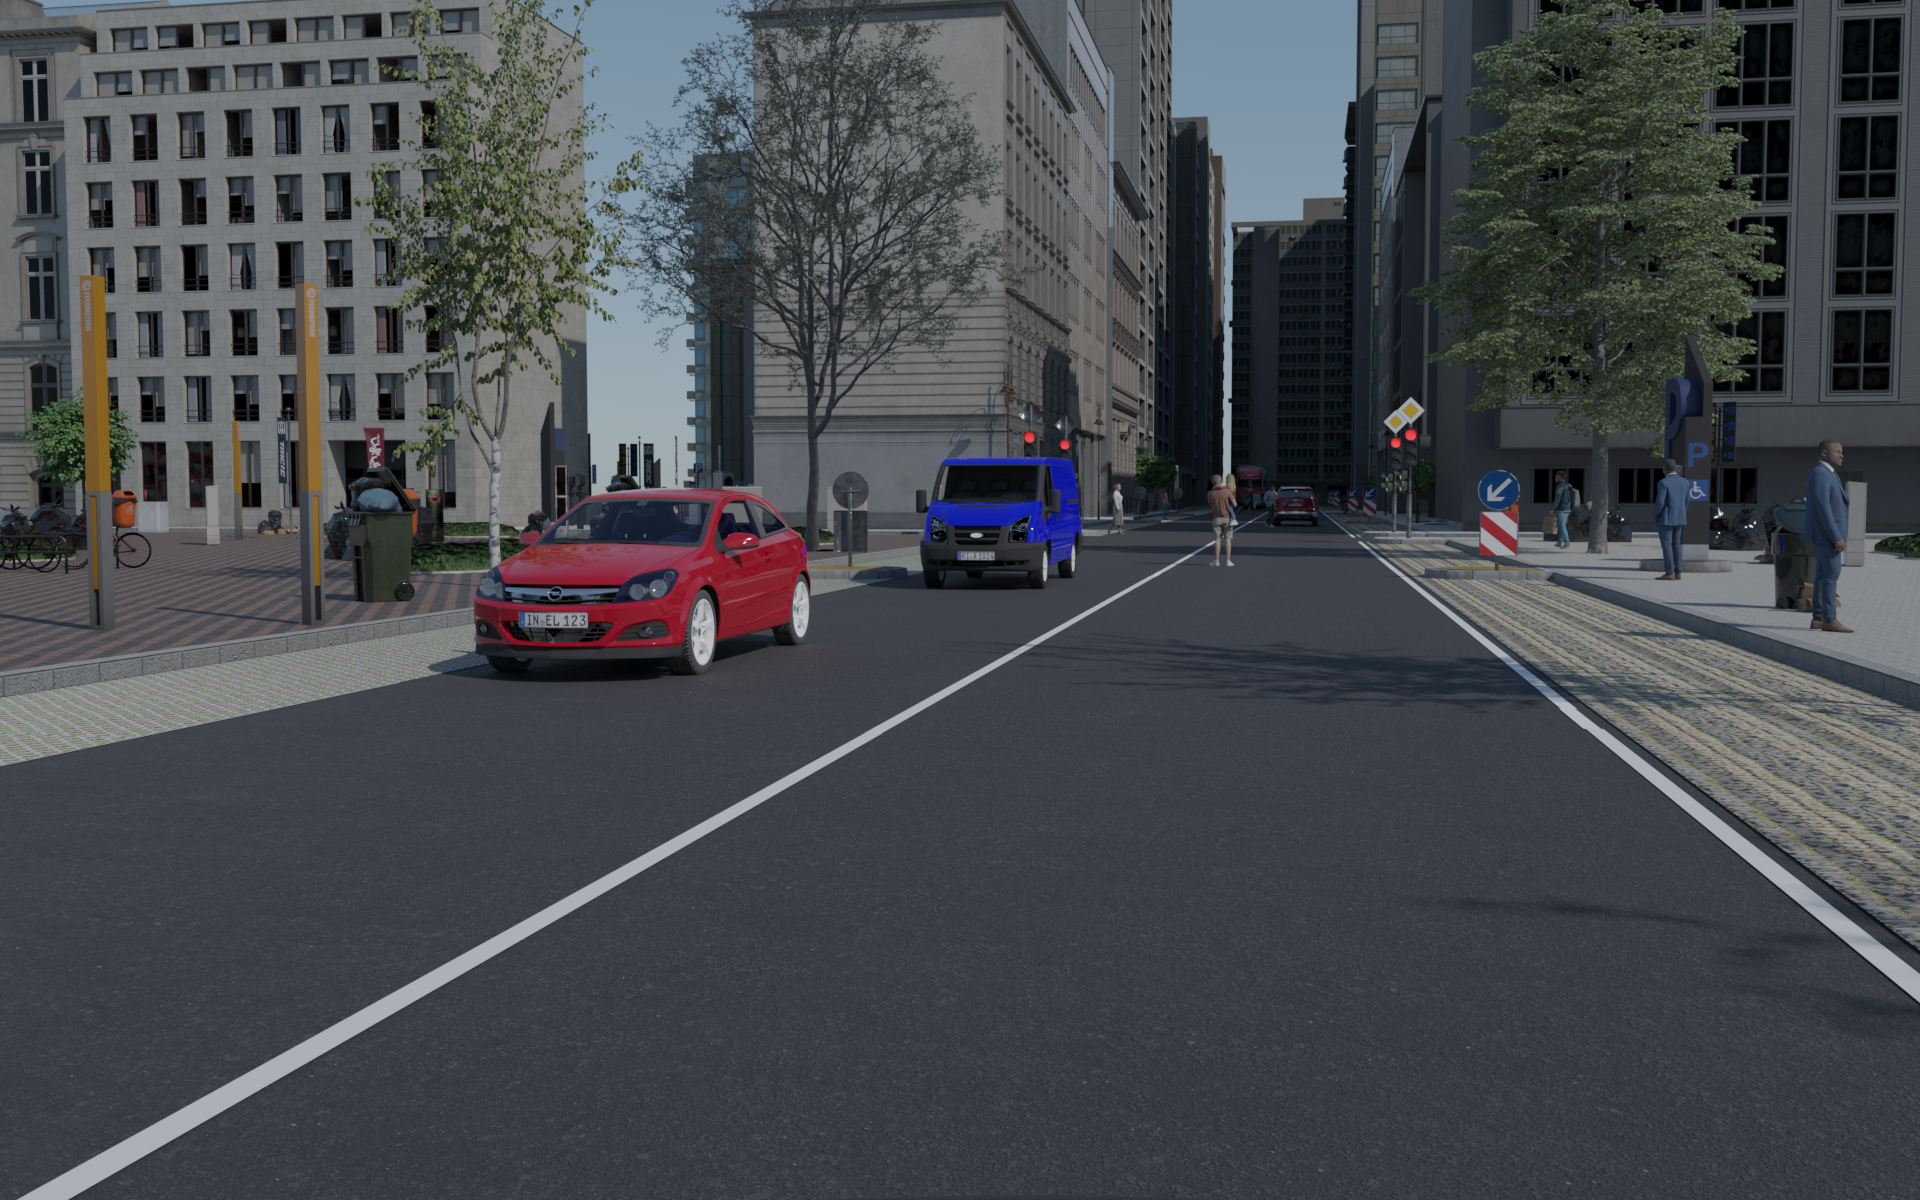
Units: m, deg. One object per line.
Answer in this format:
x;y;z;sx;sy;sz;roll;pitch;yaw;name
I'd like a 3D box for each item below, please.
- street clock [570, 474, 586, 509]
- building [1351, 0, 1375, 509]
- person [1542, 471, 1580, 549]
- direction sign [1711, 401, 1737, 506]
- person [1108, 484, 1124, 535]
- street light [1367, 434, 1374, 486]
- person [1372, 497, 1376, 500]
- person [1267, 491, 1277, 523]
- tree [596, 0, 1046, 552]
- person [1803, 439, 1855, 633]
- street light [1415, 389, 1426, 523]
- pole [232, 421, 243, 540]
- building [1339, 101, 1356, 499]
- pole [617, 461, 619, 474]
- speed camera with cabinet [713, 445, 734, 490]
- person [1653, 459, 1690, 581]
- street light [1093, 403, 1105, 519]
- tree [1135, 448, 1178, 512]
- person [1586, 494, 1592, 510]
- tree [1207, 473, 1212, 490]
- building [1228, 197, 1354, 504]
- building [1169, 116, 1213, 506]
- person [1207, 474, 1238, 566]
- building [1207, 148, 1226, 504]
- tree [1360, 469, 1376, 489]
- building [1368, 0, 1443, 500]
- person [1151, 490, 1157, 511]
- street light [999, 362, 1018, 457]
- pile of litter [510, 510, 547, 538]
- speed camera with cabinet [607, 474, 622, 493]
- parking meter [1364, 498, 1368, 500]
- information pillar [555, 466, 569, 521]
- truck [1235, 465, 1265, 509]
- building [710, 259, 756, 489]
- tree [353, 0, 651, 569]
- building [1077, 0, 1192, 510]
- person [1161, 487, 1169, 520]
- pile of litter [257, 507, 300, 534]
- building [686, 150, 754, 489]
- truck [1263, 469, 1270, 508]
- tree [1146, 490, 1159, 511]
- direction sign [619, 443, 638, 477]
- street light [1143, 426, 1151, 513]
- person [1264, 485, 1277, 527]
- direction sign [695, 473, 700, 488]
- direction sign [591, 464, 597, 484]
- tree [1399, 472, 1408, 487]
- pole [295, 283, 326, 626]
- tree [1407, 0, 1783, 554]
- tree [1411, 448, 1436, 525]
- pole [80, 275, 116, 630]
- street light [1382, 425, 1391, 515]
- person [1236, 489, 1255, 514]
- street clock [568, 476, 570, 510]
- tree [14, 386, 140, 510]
-13.842;-3.581;63.114;0.358;2.002;0.471;-3;4;-38;street clock
47.470;-37.866;161.107;21.231;58.520;28.212;1;4;11;building
13.967;-2.096;40.295;0.794;1.824;0.713;-2;4;-25;person
18.721;-3.105;42.763;0.379;3.537;0.876;-2;4;-33;direction sign
5.486;-3.197;60.991;0.641;1.798;0.478;3;4;37;person
31.021;-9.666;130.833;0.468;5.910;1.993;1;4;11;street light
32.551;-7.943;135.909;1.348;1.824;0.705;1;4;10;person
15.565;-4.746;86.194;0.391;1.810;0.635;-1;4;-20;person
-3.167;-7.827;38.343;12.009;13.543;11.850;0;3;0;tree
8.173;-0.618;16.322;0.419;1.800;0.721;1;4;19;person
20.136;-6.318;76.080;0.468;5.910;1.993;1;4;11;street light
-20.211;-3.339;48.439;0.158;3.312;0.155;0;3;0;pole
53.100;-32.711;189.454;22.147;44.769;28.867;1;4;11;building
-21.095;-6.919;106.962;0.158;3.312;0.155;0;3;0;pole
-9.974;-4.600;69.547;0.660;3.252;2.038;3;4;37;speed camera with cabinet
10.587;-1.195;25.762;0.721;1.800;0.419;-2;4;-30;person
7.044;-7.037;87.845;0.468;5.910;1.993;1;4;11;street light
14.624;-8.807;127.704;4.285;4.588;4.351;0;3;0;tree
18.059;-2.393;49.443;0.475;1.303;0.640;0;4;2;person
26.525;-12.811;193.175;4.285;4.588;4.351;0;3;0;tree
47.998;-32.907;229.903;23.993;40.220;32.217;1;4;11;building
18.913;-30.580;183.581;14.154;41.232;14.086;1;4;11;building
5.282;-1.598;34.605;0.580;1.828;0.573;-2;4;-28;person
26.932;-35.134;224.543;14.200;45.320;14.600;1;4;11;building
31.863;-8.534;134.132;1.663;3.219;1.824;0;3;0;tree
40.683;-27.987;141.186;14.154;41.232;14.086;1;4;11;building
14.915;-7.687;132.154;0.534;1.772;0.576;-1;4;-23;person
1.688;-5.388;60.883;0.468;5.910;1.993;1;4;11;street light
-11.662;-2.016;46.928;1.176;0.858;1.719;-3;4;-38;pile of litter
-16.381;-5.387;82.416;0.660;3.252;2.038;-1;4;-18;speed camera with cabinet
30.048;-7.309;127.918;0.372;1.533;0.369;0;3;0;parking meter
-10.282;-2.463;44.760;0.304;2.012;0.304;0;4;-5;information pillar
28.496;-11.065;169.822;2.839;4.237;11.283;1;4;11;truck
-21.813;-26.955;212.409;14.107;30.474;14.160;1;4;11;building
-6.411;-4.499;23.915;4.737;8.622;4.395;0;3;0;tree
11.966;-44.534;166.380;20.563;71.187;20.611;1;4;11;building
11.376;-5.336;95.759;0.388;1.821;0.555;-3;5;-39;person
-21.885;-2.560;55.814;1.719;0.858;1.176;-3;5;-42;pile of litter
-21.304;-37.887;239.057;30.456;49.044;23.786;1;4;11;building
32.599;-12.258;190.178;2.967;4.110;18.799;1;4;11;truck
14.903;-8.519;133.886;1.663;3.219;1.824;0;3;0;tree
-14.834;-5.230;77.513;0.876;3.537;0.379;-2;4;-33;direction sign
12.428;-8.686;114.800;0.468;5.910;1.993;1;4;11;street light
13.317;-4.052;74.600;0.661;1.843;0.795;-2;4;-35;person
-20.585;-8.786;135.652;0.379;3.537;0.876;1;4;17;direction sign
-28.232;-8.596;132.549;0.876;3.537;0.379;1;4;8;direction sign
21.069;-5.167;79.079;1.663;3.219;1.824;0;3;0;tree
-6.343;-1.410;16.903;0.158;3.312;0.155;0;3;0;pole
13.650;-7.295;37.406;7.486;12.596;7.792;0;3;0;tree
19.878;-4.751;72.283;1.663;3.219;1.824;0;3;0;tree
-8.116;-1.373;16.294;0.158;3.312;0.155;0;3;0;pole
25.603;-8.025;104.000;0.468;5.910;1.993;1;4;11;street light
20.347;-6.994;123.075;1.509;1.804;0.699;-1;4;-17;person
-15.711;-3.998;69.944;0.358;2.002;0.471;0;3;0;street clock
-26.771;-4.216;52.650;4.285;4.588;4.351;0;3;0;tree
